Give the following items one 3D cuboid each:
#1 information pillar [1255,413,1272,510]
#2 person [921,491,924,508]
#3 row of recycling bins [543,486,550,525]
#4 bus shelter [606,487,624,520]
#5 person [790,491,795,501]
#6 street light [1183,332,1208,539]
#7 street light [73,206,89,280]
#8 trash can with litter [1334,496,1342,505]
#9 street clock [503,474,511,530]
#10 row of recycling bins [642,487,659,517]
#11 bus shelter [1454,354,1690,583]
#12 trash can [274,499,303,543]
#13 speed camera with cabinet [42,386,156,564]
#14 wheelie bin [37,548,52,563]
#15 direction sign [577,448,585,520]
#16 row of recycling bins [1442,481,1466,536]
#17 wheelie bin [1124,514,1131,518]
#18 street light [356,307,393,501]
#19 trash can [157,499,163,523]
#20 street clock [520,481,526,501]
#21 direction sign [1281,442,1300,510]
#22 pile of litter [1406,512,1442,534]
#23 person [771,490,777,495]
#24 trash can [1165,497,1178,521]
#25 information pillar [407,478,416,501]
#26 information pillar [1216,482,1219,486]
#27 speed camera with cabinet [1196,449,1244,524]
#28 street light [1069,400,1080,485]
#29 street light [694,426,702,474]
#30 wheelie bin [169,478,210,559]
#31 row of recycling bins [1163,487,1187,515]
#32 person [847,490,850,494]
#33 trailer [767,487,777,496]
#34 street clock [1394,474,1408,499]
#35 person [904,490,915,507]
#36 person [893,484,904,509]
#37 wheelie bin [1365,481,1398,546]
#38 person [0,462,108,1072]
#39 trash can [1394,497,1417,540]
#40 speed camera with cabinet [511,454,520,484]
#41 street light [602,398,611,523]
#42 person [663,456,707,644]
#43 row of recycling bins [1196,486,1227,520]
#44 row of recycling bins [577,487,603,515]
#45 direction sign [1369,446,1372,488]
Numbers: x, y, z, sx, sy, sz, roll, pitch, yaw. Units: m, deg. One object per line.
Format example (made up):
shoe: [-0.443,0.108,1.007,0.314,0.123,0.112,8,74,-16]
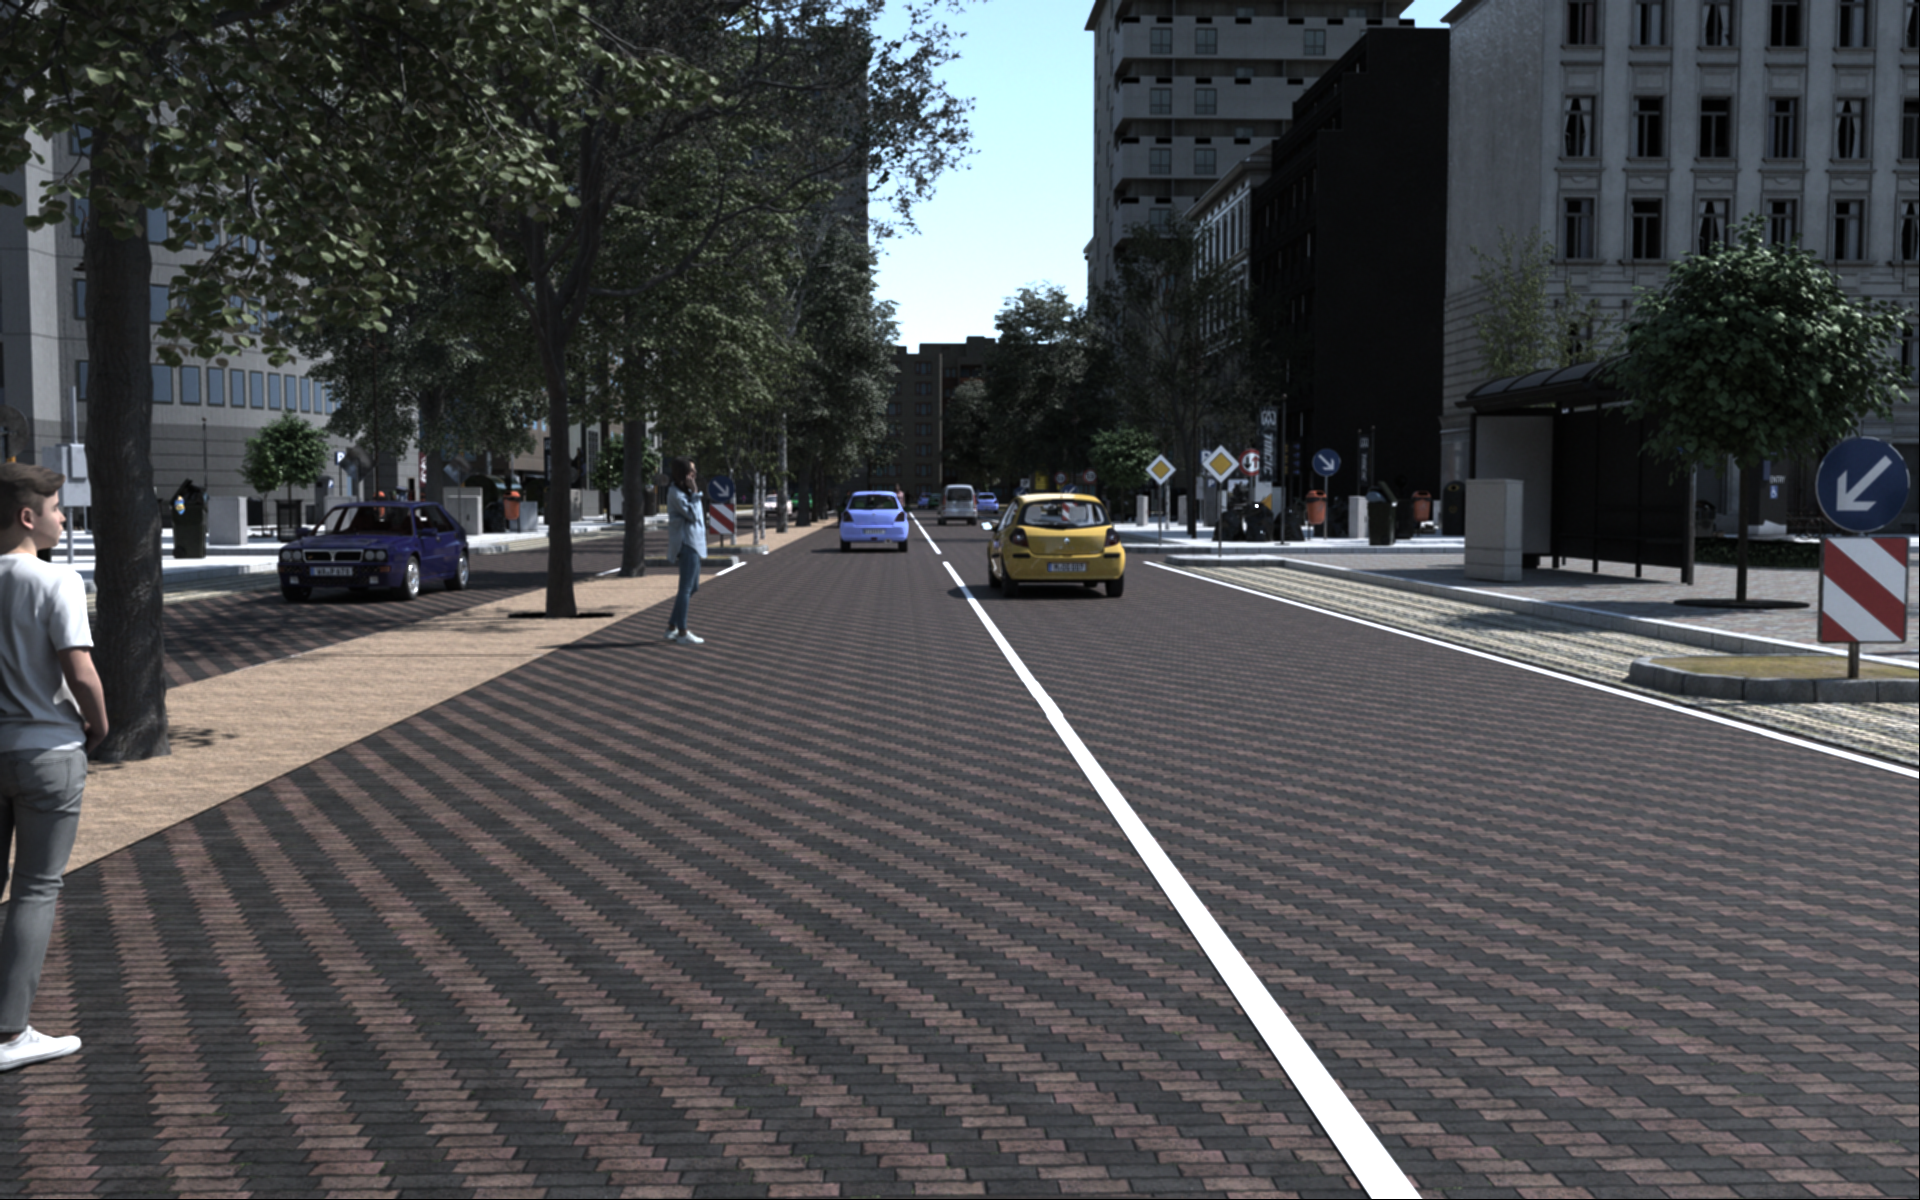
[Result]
information pillar: [8.750,-3.588,50.012,0.504,3.616,0.183,0,4,7]
person: [-3.896,-10.481,180.411,0.434,1.755,0.990,1,4,11]
row of recycling bins: [-16.836,-3.990,72.345,1.069,1.692,3.534,-1,4,-16]
bus shelter: [-16.938,-5.795,88.672,2.014,3.302,5.546,0,4,-2]
person: [-14.945,-8.860,153.880,0.721,1.766,1.217,-2,4,-23]
street light: [6.737,-4.702,49.658,0.468,5.910,1.993,0,4,-2]
street light: [-13.758,-3.386,28.147,0.468,5.910,1.993,0,4,-2]
trash can with litter: [12.870,-2.951,59.301,1.678,1.210,2.233,0,4,6]
street clock: [-16.128,-3.504,61.859,0.358,2.002,0.471,-1,4,-15]
row of recycling bins: [-20.306,-6.477,113.015,1.069,1.692,3.534,0,4,-3]
bus shelter: [9.651,-2.041,27.288,2.014,3.302,5.546,0,4,-2]
trash can: [-17.636,-2.072,45.536,0.748,1.137,0.748,0,3,0]
speed camera with cabinet: [-16.188,-2.341,32.609,0.660,3.252,2.038,2,4,24]
wheelie bin: [-15.153,-1.239,28.173,0.693,1.594,0.980,2,4,33]
direction sign: [-18.511,-5.660,84.543,0.379,3.537,0.876,-2,4,-30]
row of recycling bins: [16.120,-2.780,52.560,1.069,1.692,3.534,-2,4,-33]
wheelie bin: [8.684,-5.149,92.095,0.693,1.594,0.980,-2,4,-32]
street light: [-14.344,-4.265,42.527,0.468,5.910,1.993,0,4,-2]
trash can: [-25.250,-2.594,54.073,0.748,1.137,0.748,0,3,0]
street clock: [-23.930,-5.517,94.771,0.358,2.002,0.471,1,4,11]
direction sign: [14.277,-5.069,74.881,0.876,3.537,0.379,-1,4,-13]
pile of litter: [14.791,-2.553,55.701,1.719,0.858,1.176,0,4,4]
person: [-13.194,-6.989,123.494,1.217,1.743,0.721,2,4,29]
trash can: [10.057,-4.302,81.995,0.748,1.137,0.748,0,3,0]
information pillar: [-24.497,-4.457,77.364,0.304,2.012,0.304,-2,4,-25]
information pillar: [15.070,-5.951,101.791,0.304,2.012,0.304,3,5,41]
speed camera with cabinet: [11.274,-4.937,75.059,2.038,3.252,0.660,2,4,35]
street light: [5.548,-6.786,83.740,0.468,5.910,1.993,0,4,-2]
street light: [-16.702,-8.445,110.860,0.468,5.910,1.993,0,4,-2]
wheelie bin: [-15.341,-1.627,34.516,0.693,1.594,0.980,-1,4,-17]
row of recycling bins: [13.102,-6.015,105.464,1.069,1.692,3.534,1,4,21]
person: [-11.866,-10.796,184.953,0.705,1.831,1.348,0,4,5]
trailer: [-16.158,-8.712,149.485,1.471,1.999,3.904,0,4,-4]
street clock: [16.149,-3.600,63.423,0.471,2.002,0.358,1,4,20]
person: [-4.169,-7.925,138.902,1.217,1.723,0.721,1,4,15]
person: [-2.405,-3.533,66.279,0.555,1.821,0.388,-1,4,-19]
wheelie bin: [10.483,-2.154,43.129,0.693,1.594,0.980,2,4,26]
person: [-2.422,0.412,4.359,0.503,1.515,0.523,-2,4,-27]
trash can: [12.504,-2.280,48.924,0.748,1.137,0.748,0,3,0]
speed camera with cabinet: [-22.676,-5.541,84.934,2.038,3.252,0.660,0,4,3]
street light: [-15.594,-6.360,76.775,0.468,5.910,1.993,0,4,-2]
person: [-2.647,-0.478,16.573,0.793,1.790,0.793,-3,4,-36]
row of recycling bins: [13.131,-4.923,87.602,1.069,1.692,3.534,3,4,38]
row of recycling bins: [-23.519,-6.026,105.633,3.534,1.692,1.069,0,4,-1]
direction sign: [19.166,-5.443,80.983,0.379,3.537,0.876,2,4,25]
